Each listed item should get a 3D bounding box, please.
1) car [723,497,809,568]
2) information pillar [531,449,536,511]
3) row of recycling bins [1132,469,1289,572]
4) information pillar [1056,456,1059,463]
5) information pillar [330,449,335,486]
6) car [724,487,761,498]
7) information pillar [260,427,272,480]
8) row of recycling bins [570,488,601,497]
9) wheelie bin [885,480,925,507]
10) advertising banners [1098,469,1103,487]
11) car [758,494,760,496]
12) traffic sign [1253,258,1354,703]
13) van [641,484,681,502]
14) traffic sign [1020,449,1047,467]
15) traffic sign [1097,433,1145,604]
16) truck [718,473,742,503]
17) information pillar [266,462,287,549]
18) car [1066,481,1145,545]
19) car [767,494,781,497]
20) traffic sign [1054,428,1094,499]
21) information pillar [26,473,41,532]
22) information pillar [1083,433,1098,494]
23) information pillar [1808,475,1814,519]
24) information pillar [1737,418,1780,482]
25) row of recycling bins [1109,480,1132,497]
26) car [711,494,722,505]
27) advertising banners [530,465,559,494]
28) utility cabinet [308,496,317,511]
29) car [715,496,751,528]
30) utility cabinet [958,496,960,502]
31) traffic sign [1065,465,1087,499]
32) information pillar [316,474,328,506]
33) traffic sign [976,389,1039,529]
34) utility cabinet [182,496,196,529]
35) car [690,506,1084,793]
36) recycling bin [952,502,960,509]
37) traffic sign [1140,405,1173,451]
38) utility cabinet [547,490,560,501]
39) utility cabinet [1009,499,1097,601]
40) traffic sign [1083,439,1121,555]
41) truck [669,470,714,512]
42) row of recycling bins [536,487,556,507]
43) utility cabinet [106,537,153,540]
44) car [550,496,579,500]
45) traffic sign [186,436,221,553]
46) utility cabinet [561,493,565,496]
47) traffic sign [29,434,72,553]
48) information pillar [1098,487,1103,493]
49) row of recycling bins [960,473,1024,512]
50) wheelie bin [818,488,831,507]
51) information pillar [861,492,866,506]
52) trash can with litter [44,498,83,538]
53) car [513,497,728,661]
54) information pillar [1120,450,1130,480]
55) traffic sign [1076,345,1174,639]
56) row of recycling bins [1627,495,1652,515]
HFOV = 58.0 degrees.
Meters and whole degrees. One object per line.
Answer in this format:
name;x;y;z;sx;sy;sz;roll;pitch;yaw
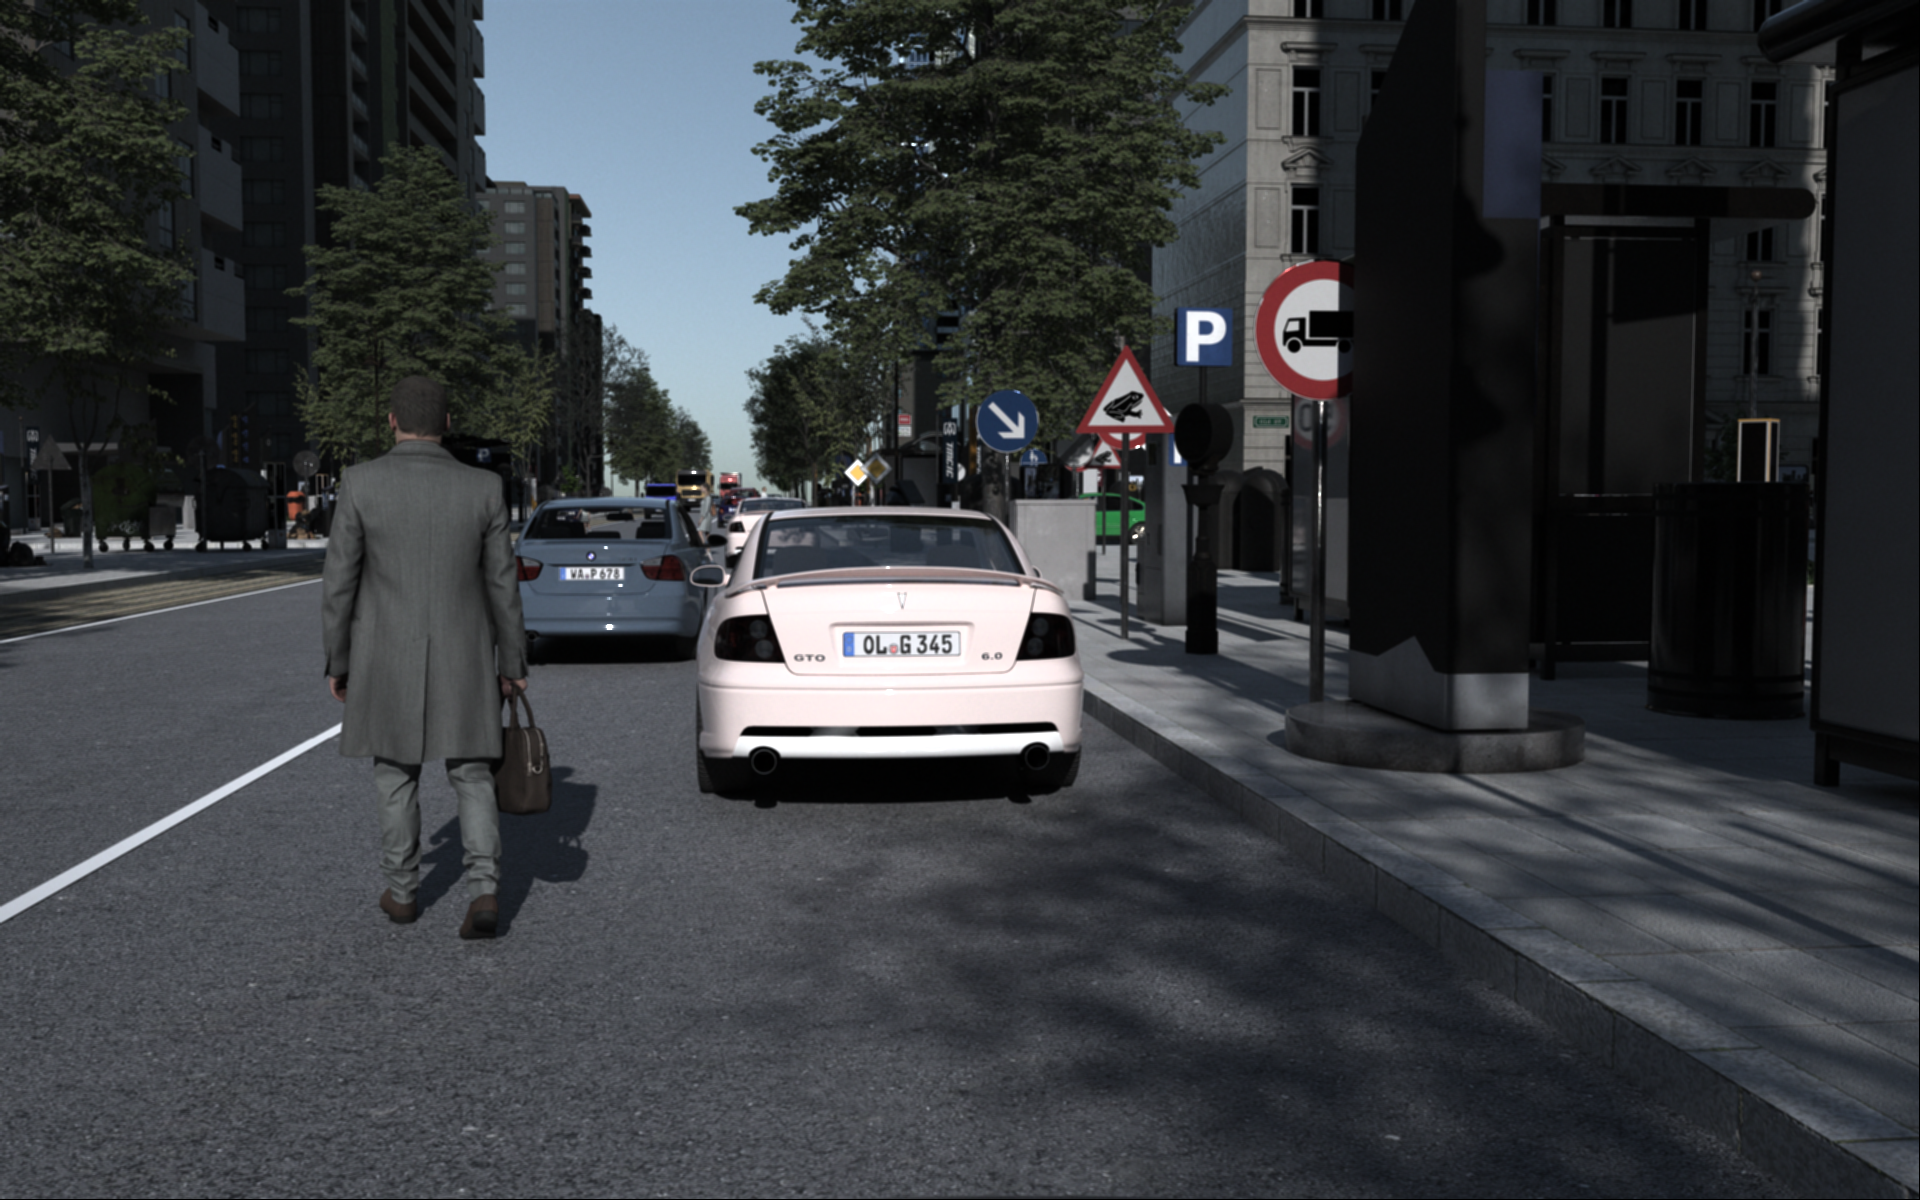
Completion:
car;-3.760;-1.384;34.991;2.083;1.381;4.827;0;4;-5
information pillar;-22.281;-6.066;90.535;0.183;3.616;0.504;-3;4;-36
row of recycling bins;4.446;-1.405;30.091;1.069;1.692;3.534;-2;4;-27
information pillar;5.255;-6.254;93.599;0.183;3.616;0.504;-1;4;-11
information pillar;-32.368;-5.996;89.394;0.183;3.616;0.504;-2;4;-34
car;-12.577;-5.624;100.622;2.281;1.827;5.304;0;4;-6
information pillar;-23.983;-4.195;59.948;0.183;3.616;0.504;1;4;17
row of recycling bins;-25.414;-6.775;117.892;1.069;1.692;3.534;1;4;19
wheelie bin;-1.245;-1.868;38.453;0.693;1.594;0.980;2;4;33
advertising banners;5.713;-4.080;62.895;2.074;3.025;0.090;1;4;16
car;-22.959;-11.265;193.972;2.009;1.686;4.222;0;4;-5
traffic sign;1.967;-0.573;9.483;0.768;2.556;0.104;0;4;-4
van;-17.137;-5.820;99.538;2.240;2.365;5.245;-1;4;-8
traffic sign;2.071;-2.973;48.720;0.768;2.556;0.104;0;4;-1
traffic sign;1.905;-1.222;20.092;0.768;2.556;0.104;0;4;-6
truck;-30.636;-14.826;231.325;2.839;4.237;11.283;0;4;-5
information pillar;-15.905;-2.191;40.314;0.304;2.012;0.304;2;4;33
car;3.393;-2.314;46.638;4.718;1.807;1.959;0;4;-6
car;-12.918;-6.541;118.955;2.014;1.417;4.499;0;4;-7
traffic sign;2.192;-2.028;33.265;0.768;2.556;0.104;0;4;-1
information pillar;-31.642;-3.343;59.147;0.304;2.012;0.304;0;4;-2
information pillar;4.083;-3.832;54.004;0.504;3.616;0.183;2;4;30
information pillar;31.952;-3.718;65.286;0.304;2.012;0.304;-2;4;-33
information pillar;7.833;-0.768;17.042;0.304;2.012;0.304;3;5;41
row of recycling bins;6.179;-2.719;51.570;3.534;1.692;1.069;0;4;-6
car;-27.713;-11.142;194.173;2.014;1.417;4.499;0;4;-8
advertising banners;-25.016;-6.608;104.222;2.074;3.025;0.090;1;4;23
utility cabinet;-27.023;-3.746;72.408;0.306;1.237;1.020;-1;4;-13
car;-9.601;-3.806;74.807;1.945;1.354;3.894;0;4;-7
utility cabinet;0.356;-3.267;64.585;0.306;1.237;1.020;3;4;36
traffic sign;2.724;-2.451;40.172;0.768;2.556;0.104;0;4;-1
information pillar;-23.892;-3.697;64.938;0.304;2.012;0.304;1;4;21
traffic sign;0.579;-1.291;21.213;0.768;2.556;0.104;0;4;3
utility cabinet;-28.216;-3.233;64.020;0.306;1.237;1.020;2;4;26
car;-0.492;0.159;9.762;2.083;1.381;4.827;0;4;-6
recycling bin;-0.019;-2.779;57.991;0.722;1.027;0.722;2;4;34
traffic sign;2.515;-1.269;21.932;0.795;2.450;0.064;0;4;-5
utility cabinet;-21.270;-4.999;90.408;0.318;1.500;1.173;0;4;1
utility cabinet;1.115;-0.595;20.898;1.020;1.237;0.306;-1;4;-15
traffic sign;3.033;-2.228;36.438;0.884;2.594;0.081;0;4;0
truck;-21.292;-8.750;138.989;3.469;3.379;9.791;0;4;-5
row of recycling bins;-22.920;-5.414;95.634;1.069;1.692;3.534;0;4;-6
utility cabinet;-23.198;-2.425;48.332;1.173;1.500;0.318;-3;4;-38
car;-16.925;-3.751;73.912;1.945;1.354;3.894;0;4;-7
traffic sign;-16.487;-2.302;37.749;0.768;2.556;0.104;0;4;3
utility cabinet;-26.190;-6.431;113.818;0.318;1.500;1.173;-2;4;-23
traffic sign;-19.770;-2.304;37.667;0.884;2.594;0.081;0;4;-5
information pillar;5.924;-4.283;74.513;0.304;2.012;0.304;-2;4;-32
row of recycling bins;0.713;-1.727;35.341;1.069;1.692;3.534;1;4;11
wheelie bin;-7.213;-5.201;92.937;0.980;1.594;0.693;1;4;18
information pillar;-5.544;-5.745;98.429;0.304;2.012;0.304;1;4;9
trash can with litter;-26.189;-2.405;50.701;0.624;1.170;1.055;2;4;32
car;-3.202;-0.256;16.189;2.014;1.417;4.499;0;4;-6
information pillar;6.229;-4.542;65.611;0.183;3.616;0.504;-3;5;-40
traffic sign;1.455;-0.932;15.244;0.884;2.594;0.081;0;4;0
row of recycling bins;41.682;-5.997;105.168;1.069;1.692;3.534;-2;4;-27
